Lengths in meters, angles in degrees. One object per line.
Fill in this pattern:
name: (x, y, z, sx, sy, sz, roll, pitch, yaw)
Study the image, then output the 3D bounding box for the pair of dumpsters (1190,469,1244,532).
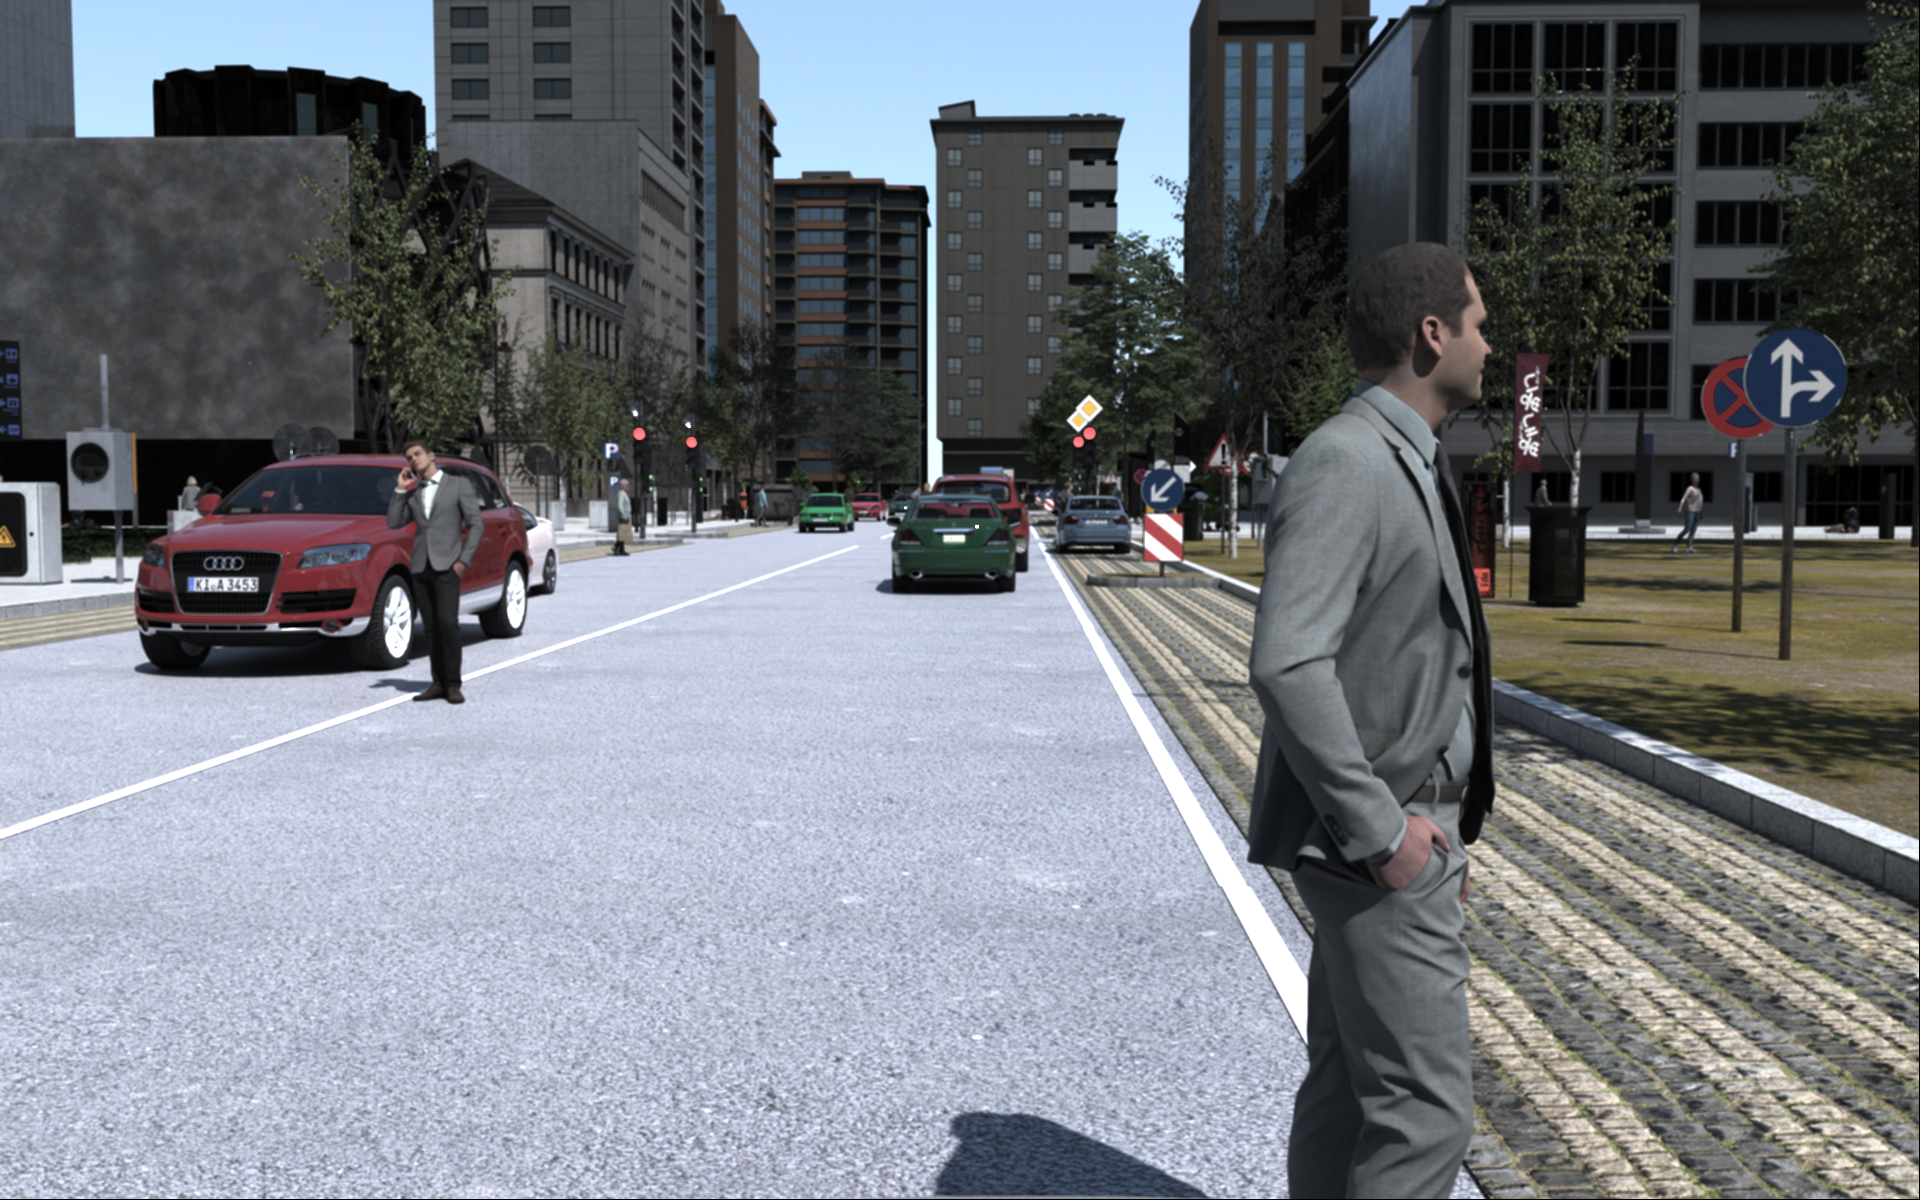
pair of dumpsters: (8.848, -3.535, 60.284, 1.574, 2.255, 4.437, 0, 4, 2)

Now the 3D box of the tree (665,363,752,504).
tree: (-14.940, -9.043, 98.219, 4.737, 8.622, 4.395, 0, 3, 0)

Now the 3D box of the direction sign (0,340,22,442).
direction sign: (-14.291, -2.049, 25.496, 0.876, 3.537, 0.379, -2, 4, -33)

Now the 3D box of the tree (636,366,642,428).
tree: (-18.481, -8.647, 91.742, 4.737, 8.622, 4.395, 0, 3, 0)

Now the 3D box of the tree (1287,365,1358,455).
tree: (5.873, -1.931, 26.176, 1.663, 3.219, 1.824, 0, 3, 0)

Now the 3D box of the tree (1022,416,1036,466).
tree: (11.049, -17.569, 205.372, 7.486, 12.596, 7.792, 0, 3, 0)

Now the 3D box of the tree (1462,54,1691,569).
tree: (10.487, -4.853, 29.714, 4.737, 8.622, 4.395, 0, 3, 0)

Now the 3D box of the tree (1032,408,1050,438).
tree: (10.269, -14.605, 164.539, 9.928, 11.665, 9.643, 0, 3, 0)

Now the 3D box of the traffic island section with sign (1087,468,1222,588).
traffic island section with sign: (3.011, -1.135, 27.181, 1.989, 1.847, 2.006, 0, 4, 2)

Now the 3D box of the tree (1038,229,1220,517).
tree: (7.557, -9.581, 74.774, 7.486, 12.596, 7.792, 0, 3, 0)

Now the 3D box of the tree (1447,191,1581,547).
tree: (12.870, -5.567, 41.388, 4.360, 8.622, 3.978, 0, 3, 0)

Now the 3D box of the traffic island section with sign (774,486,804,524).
traffic island section with sign: (-7.754, -4.512, 82.391, 1.989, 1.847, 2.006, 0, 4, 2)

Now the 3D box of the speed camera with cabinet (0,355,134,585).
speed camera with cabinet: (-12.838, -1.844, 24.489, 2.038, 3.252, 0.660, 0, 4, 1)

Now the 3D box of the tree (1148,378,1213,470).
tree: (13.793, -9.665, 108.385, 4.737, 8.622, 4.395, 0, 3, 0)

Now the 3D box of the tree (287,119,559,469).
tree: (-11.264, -5.179, 35.039, 4.737, 8.622, 4.395, 0, 3, 0)

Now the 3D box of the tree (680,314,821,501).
tree: (-11.114, -9.554, 90.627, 8.767, 10.594, 7.601, 1, 4, 19)

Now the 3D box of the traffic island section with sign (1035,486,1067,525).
traffic island section with sign: (4.652, -4.463, 81.595, 1.989, 1.847, 2.006, 0, 4, 2)

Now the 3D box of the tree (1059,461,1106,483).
tree: (8.898, -8.600, 124.316, 4.285, 4.588, 4.351, 0, 3, 0)

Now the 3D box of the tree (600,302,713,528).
tree: (-11.621, -7.067, 65.912, 4.360, 8.622, 3.978, 0, 3, 0)

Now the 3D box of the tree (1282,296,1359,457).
tree: (14.403, -6.836, 62.130, 4.737, 8.622, 4.395, 0, 3, 0)

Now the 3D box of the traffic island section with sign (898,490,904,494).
traffic island section with sign: (-5.427, -9.230, 159.531, 1.989, 1.847, 2.006, 0, 4, 2)

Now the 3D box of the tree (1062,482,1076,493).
tree: (8.401, -8.156, 127.957, 1.663, 3.219, 1.824, 0, 3, 0)

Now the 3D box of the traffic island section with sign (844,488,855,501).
traffic island section with sign: (-6.943, -6.159, 109.334, 1.989, 1.847, 2.006, 0, 4, 2)

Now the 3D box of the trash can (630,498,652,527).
trash can: (-12.710, -3.478, 68.521, 0.748, 1.137, 0.748, 0, 3, 0)

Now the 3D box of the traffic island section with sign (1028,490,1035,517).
traffic island section with sign: (5.462, -6.123, 108.741, 1.989, 1.847, 2.006, 0, 4, 2)

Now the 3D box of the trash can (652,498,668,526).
trash can: (-12.190, -3.589, 70.337, 0.748, 1.137, 0.748, 0, 3, 0)

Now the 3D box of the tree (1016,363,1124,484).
tree: (9.462, -14.144, 148.263, 9.611, 12.733, 9.660, 0, 3, 0)

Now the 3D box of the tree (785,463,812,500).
tree: (-9.854, -6.758, 105.092, 1.663, 3.219, 1.824, 0, 3, 0)

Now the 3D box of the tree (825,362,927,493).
tree: (-8.160, -15.998, 168.217, 9.857, 13.997, 8.962, 0, 3, 0)

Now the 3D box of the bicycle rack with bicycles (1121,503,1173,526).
bicycle rack with bicycles: (8.844, -3.837, 76.122, 2.852, 0.926, 2.925, 0, 4, -4)

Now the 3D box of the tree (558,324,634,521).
tree: (-16.774, -7.542, 73.667, 4.737, 8.622, 4.395, 0, 3, 0)

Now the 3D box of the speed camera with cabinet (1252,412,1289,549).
speed camera with cabinet: (7.691, -2.799, 40.094, 0.660, 3.252, 2.038, -3, 4, -36)

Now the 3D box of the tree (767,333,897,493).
tree: (-9.442, -13.493, 130.984, 12.009, 13.543, 11.850, 0, 3, 0)

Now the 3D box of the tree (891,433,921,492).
tree: (-6.784, -15.520, 204.120, 4.737, 8.622, 4.395, 0, 3, 0)

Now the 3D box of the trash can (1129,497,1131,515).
trash can: (10.059, -5.863, 107.508, 0.748, 1.137, 0.748, 0, 3, 0)

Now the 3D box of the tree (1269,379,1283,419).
tree: (14.717, -7.294, 69.627, 4.737, 8.622, 4.395, 0, 3, 0)

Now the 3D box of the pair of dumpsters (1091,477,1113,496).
pair of dumpsters: (8.185, -5.897, 98.905, 1.574, 2.255, 4.437, 0, 4, 2)

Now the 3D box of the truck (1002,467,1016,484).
truck: (4.428, -11.844, 182.558, 2.839, 4.237, 11.283, 0, 4, 2)

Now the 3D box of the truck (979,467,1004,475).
truck: (2.857, -10.760, 165.680, 2.967, 4.110, 18.799, 0, 4, 3)

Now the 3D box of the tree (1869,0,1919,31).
tree: (22.129, -10.591, 29.047, 12.611, 20.169, 13.585, 0, 3, 0)

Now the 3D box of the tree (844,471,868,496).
tree: (-8.789, -9.088, 143.187, 1.663, 3.219, 1.824, 0, 3, 0)

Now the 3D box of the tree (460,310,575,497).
tree: (-17.855, -7.260, 69.062, 4.360, 8.622, 3.978, 0, 3, 0)

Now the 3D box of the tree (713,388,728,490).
tree: (-16.244, -9.377, 103.676, 4.360, 8.622, 3.978, 0, 3, 0)

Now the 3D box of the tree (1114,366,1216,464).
tree: (13.641, -11.036, 114.845, 7.601, 10.594, 8.767, 0, 4, 4)

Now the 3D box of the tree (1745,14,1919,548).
tree: (22.698, -7.530, 41.249, 7.486, 12.596, 7.792, 0, 3, 0)

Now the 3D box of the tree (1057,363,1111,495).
tree: (7.235, -8.620, 91.299, 4.360, 8.622, 3.978, 0, 3, 0)

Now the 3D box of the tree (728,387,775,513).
tree: (-14.377, -10.129, 115.977, 4.360, 8.622, 3.978, 0, 3, 0)

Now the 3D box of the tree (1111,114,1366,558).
tree: (5.701, -5.138, 34.365, 4.360, 8.622, 3.978, 0, 3, 0)

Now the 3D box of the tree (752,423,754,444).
tree: (-14.784, -9.692, 108.833, 4.737, 8.622, 4.395, 0, 3, 0)

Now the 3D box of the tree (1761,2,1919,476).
tree: (11.865, -4.308, 20.792, 4.737, 8.622, 4.395, 0, 3, 0)

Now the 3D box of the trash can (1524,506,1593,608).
trash can: (6.816, -0.496, 19.764, 0.748, 1.137, 0.748, 0, 3, 0)

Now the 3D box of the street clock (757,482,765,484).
street clock: (-11.674, -5.933, 101.577, 0.471, 2.002, 0.358, -2, 4, -32)

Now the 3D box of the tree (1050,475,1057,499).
tree: (10.451, -14.808, 192.473, 4.360, 8.622, 3.978, 0, 3, 0)
